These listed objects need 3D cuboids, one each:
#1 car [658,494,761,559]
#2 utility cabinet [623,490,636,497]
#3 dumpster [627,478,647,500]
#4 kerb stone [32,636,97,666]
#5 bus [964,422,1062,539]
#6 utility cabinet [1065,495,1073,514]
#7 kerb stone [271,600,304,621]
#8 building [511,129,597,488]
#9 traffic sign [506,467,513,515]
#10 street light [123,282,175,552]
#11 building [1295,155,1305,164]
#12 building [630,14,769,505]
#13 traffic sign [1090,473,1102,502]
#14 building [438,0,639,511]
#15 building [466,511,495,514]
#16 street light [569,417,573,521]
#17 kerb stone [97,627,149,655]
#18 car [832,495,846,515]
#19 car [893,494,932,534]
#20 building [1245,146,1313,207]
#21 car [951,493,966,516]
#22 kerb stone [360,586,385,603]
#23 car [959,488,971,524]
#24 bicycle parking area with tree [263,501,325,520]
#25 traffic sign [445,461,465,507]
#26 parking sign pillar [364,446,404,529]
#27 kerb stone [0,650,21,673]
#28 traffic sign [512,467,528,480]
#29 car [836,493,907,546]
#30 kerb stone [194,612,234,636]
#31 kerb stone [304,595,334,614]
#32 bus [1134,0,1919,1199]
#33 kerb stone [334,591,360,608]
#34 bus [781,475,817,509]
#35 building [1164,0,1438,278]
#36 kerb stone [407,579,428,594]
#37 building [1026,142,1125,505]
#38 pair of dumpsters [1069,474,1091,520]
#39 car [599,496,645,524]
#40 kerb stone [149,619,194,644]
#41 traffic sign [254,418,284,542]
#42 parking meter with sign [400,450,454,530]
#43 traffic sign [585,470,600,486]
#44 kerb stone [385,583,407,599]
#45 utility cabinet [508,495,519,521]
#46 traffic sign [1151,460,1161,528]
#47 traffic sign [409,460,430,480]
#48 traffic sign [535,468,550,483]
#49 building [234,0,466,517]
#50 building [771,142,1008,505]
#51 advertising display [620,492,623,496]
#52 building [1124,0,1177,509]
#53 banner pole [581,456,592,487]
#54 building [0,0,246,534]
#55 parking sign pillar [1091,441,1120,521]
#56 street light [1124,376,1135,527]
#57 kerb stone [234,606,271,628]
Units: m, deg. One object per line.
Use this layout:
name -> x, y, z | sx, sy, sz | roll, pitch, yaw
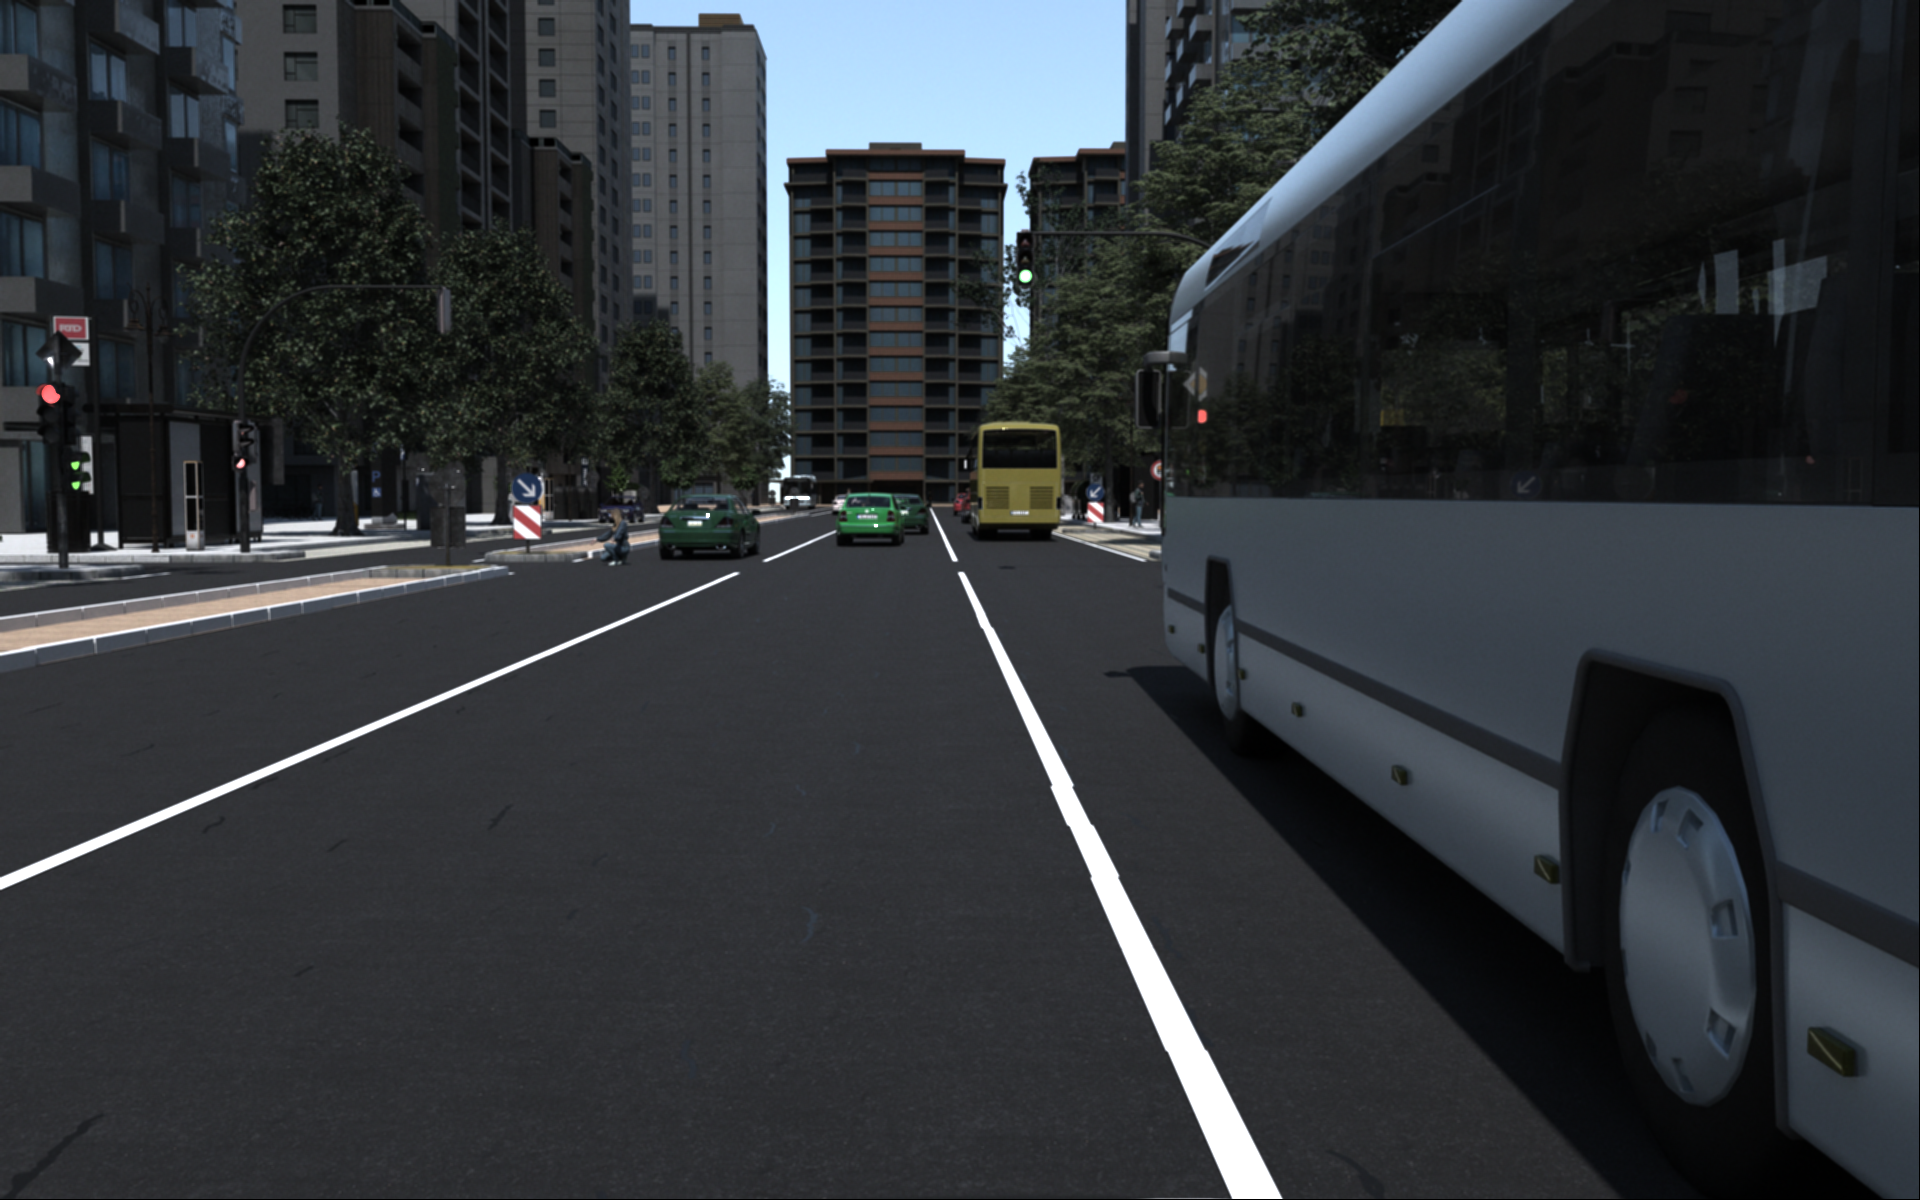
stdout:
car -> -5.696, -1.702, 39.628 | 2.131, 1.459, 4.920 | 0, 4, 0
utility cabinet -> -18.941, -5.554, 99.479 | 0.318, 1.500, 1.173 | -2, 4, -34
dumpster -> -19.632, -6.200, 103.868 | 1.502, 2.255, 1.985 | 0, 4, -1
kerb stone -> -7.754, 0.446, 14.904 | 0.120, 0.150, 1.000 | 0, 4, -1
bus -> 1.681, -4.058, 57.899 | 2.896, 3.916, 12.252 | 0, 4, -1
utility cabinet -> 7.073, -6.159, 111.859 | 1.020, 1.237, 0.306 | -1, 4, -16
kerb stone -> -7.855, 0.132, 20.032 | 0.120, 0.150, 1.000 | 0, 4, -1
building -> -37.871, -22.535, 140.149 | 14.160, 30.474, 14.107 | 0, 4, -1
traffic sign -> -21.096, -4.931, 80.732 | 0.768, 2.556, 0.104 | 0, 4, -1
street light -> -17.699, -3.984, 37.929 | 0.468, 5.910, 1.993 | 0, 4, -1
building -> 23.054, -14.799, 78.120 | 11.583, 22.565, 21.152 | 0, 4, -1
building -> -38.403, -41.250, 216.438 | 28.212, 58.520, 21.231 | 0, 4, -1
traffic sign -> 6.478, -4.907, 82.362 | 0.606, 2.300, 0.079 | 0, 4, 2
building -> -43.122, -44.496, 165.766 | 20.611, 71.187, 20.563 | 0, 4, -1
building -> -40.746, -41.790, 121.516 | 20.563, 71.187, 20.611 | 0, 4, -1
street light -> -18.572, -6.701, 82.344 | 0.468, 5.910, 1.993 | 0, 4, -1
kerb stone -> -7.771, 0.383, 15.932 | 0.120, 0.150, 1.000 | 0, 4, -1
car -> -7.827, -6.565, 119.705 | 2.083, 1.381, 4.827 | 0, 4, -1
car -> -2.075, -3.130, 62.978 | 2.131, 1.459, 4.920 | 0, 4, -2
building -> 23.464, -15.906, 101.866 | 13.314, 21.916, 24.055 | 0, 4, -1
car -> 0.468, -6.567, 116.408 | 2.155, 1.783, 4.494 | 0, 4, 0
kerb stone -> -7.923, -0.056, 23.104 | 0.120, 0.150, 1.000 | 0, 4, -1
car -> 1.124, -4.704, 85.579 | 2.281, 1.827, 5.304 | 0, 4, -2
bicycle parking area with tree -> -36.820, -6.237, 88.981 | 9.016, 4.147, 8.231 | 0, 3, 0
traffic sign -> -19.140, -4.007, 65.623 | 0.768, 2.556, 0.104 | 0, 4, 3
parking sign pillar -> -21.199, -4.601, 63.703 | 1.447, 3.967, 1.447 | 0, 4, 5
kerb stone -> -7.725, 0.514, 13.882 | 0.120, 0.150, 1.000 | 0, 4, -1
traffic sign -> -20.372, -4.896, 80.154 | 0.768, 2.556, 0.104 | 0, 4, 5
car -> -2.513, -2.473, 49.224 | 1.959, 1.807, 4.718 | 0, 4, 0
kerb stone -> -7.823, 0.258, 17.977 | 0.120, 0.150, 1.000 | 0, 4, -1
kerb stone -> -7.873, 0.070, 21.053 | 0.120, 0.150, 1.000 | 0, 4, -1
bus -> 2.699, -0.722, 6.669 | 2.948, 3.499, 13.247 | 0, 3, 0
kerb stone -> -7.906, 0.007, 22.075 | 0.120, 0.150, 1.000 | 0, 4, -1
bus -> -15.264, -10.445, 165.643 | 2.948, 3.499, 13.247 | 0, 4, -2
building -> 28.060, -31.498, 134.599 | 23.786, 49.044, 30.456 | 0, 4, -1
kerb stone -> -7.965, -0.181, 25.155 | 0.120, 0.150, 1.000 | 0, 4, -1
building -> 21.434, -34.463, 218.099 | 28.867, 44.769, 22.147 | 0, 4, -1
pair of dumpsters -> 6.420, -5.154, 86.760 | 1.574, 2.255, 4.437 | 0, 4, -1
car -> -16.512, -4.403, 84.572 | 1.945, 1.354, 3.894 | 0, 4, -1
kerb stone -> -7.797, 0.321, 16.954 | 0.120, 0.150, 1.000 | 0, 4, -1
traffic sign -> -19.186, -3.202, 46.224 | 2.265, 3.308, 0.079 | 0, 4, -1
parking meter with sign -> -18.943, -3.998, 61.623 | 1.738, 3.016, 0.543 | -3, 4, -37
traffic sign -> -19.818, -5.705, 93.388 | 0.768, 2.556, 0.104 | 0, 4, 3
kerb stone -> -7.946, -0.115, 24.126 | 0.120, 0.150, 1.000 | 0, 4, -1
utility cabinet -> -21.451, -4.422, 83.465 | 1.020, 1.237, 0.306 | 1, 4, 16
traffic sign -> 7.507, -3.956, 64.782 | 0.768, 2.556, 0.104 | 0, 4, 3
traffic sign -> -19.937, -3.900, 63.875 | 0.768, 2.556, 0.104 | 0, 4, 2
traffic sign -> -20.864, -5.303, 86.433 | 0.795, 2.593, 0.064 | 0, 4, 2
building -> -37.927, -20.137, 100.944 | 14.160, 30.474, 14.107 | 0, 4, -1
building -> -8.745, -34.494, 218.593 | 28.867, 44.769, 22.147 | 0, 4, -1
advertising display -> -19.553, -5.795, 99.964 | 0.123, 1.923, 0.974 | 0, 4, -7
building -> 26.172, -38.036, 163.883 | 21.231, 58.520, 28.212 | 0, 4, -1
banner pole -> -21.816, -6.820, 101.532 | 0.863, 3.779, 0.401 | -2, 4, -34
building -> -40.670, -27.041, 61.725 | 23.786, 49.044, 30.456 | 0, 4, -1
parking sign pillar -> 6.985, -5.810, 83.461 | 1.447, 3.967, 1.447 | 0, 4, 6
street light -> 6.743, -5.833, 68.157 | 0.468, 5.910, 1.993 | 0, 4, -1
kerb stone -> -7.842, 0.195, 19.002 | 0.120, 0.150, 1.000 | 0, 4, -1
